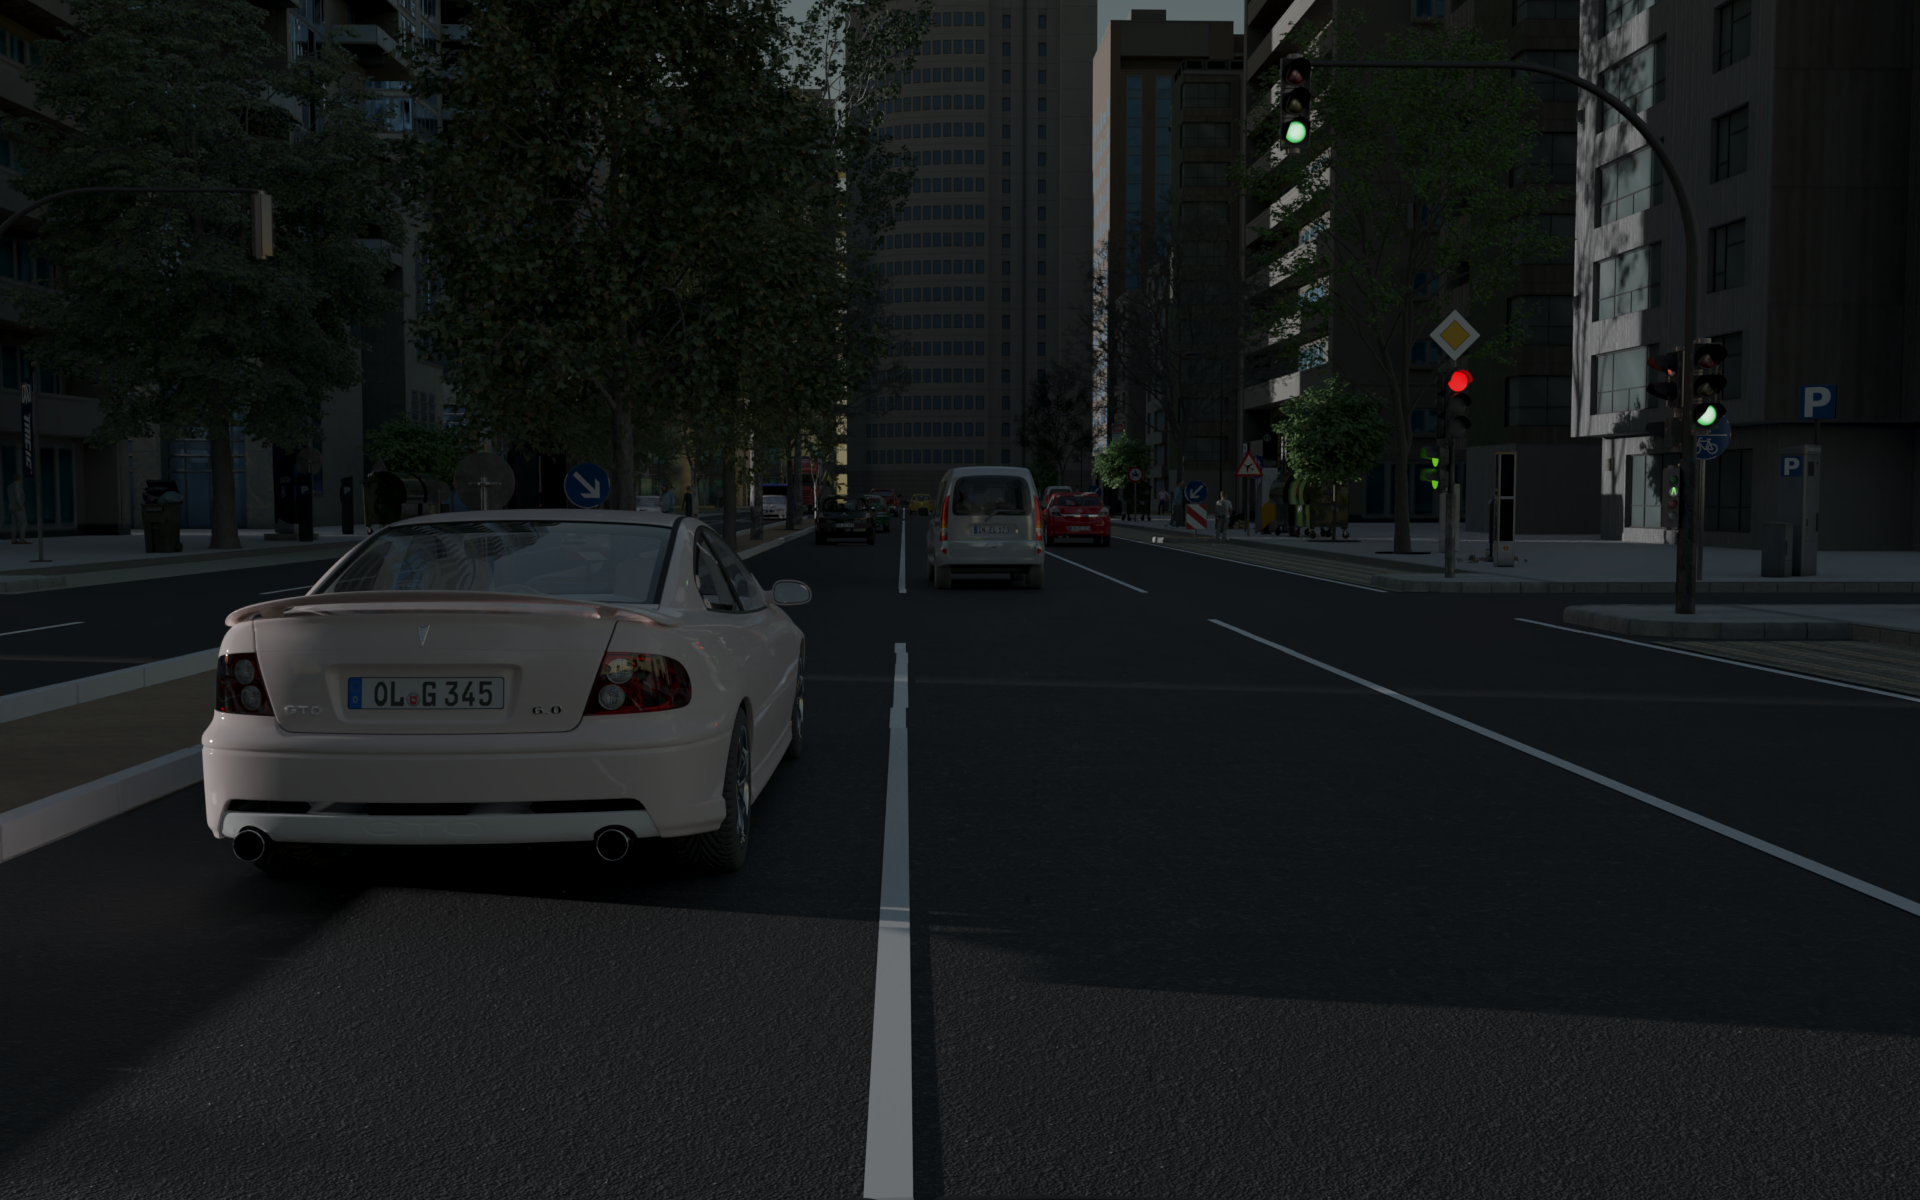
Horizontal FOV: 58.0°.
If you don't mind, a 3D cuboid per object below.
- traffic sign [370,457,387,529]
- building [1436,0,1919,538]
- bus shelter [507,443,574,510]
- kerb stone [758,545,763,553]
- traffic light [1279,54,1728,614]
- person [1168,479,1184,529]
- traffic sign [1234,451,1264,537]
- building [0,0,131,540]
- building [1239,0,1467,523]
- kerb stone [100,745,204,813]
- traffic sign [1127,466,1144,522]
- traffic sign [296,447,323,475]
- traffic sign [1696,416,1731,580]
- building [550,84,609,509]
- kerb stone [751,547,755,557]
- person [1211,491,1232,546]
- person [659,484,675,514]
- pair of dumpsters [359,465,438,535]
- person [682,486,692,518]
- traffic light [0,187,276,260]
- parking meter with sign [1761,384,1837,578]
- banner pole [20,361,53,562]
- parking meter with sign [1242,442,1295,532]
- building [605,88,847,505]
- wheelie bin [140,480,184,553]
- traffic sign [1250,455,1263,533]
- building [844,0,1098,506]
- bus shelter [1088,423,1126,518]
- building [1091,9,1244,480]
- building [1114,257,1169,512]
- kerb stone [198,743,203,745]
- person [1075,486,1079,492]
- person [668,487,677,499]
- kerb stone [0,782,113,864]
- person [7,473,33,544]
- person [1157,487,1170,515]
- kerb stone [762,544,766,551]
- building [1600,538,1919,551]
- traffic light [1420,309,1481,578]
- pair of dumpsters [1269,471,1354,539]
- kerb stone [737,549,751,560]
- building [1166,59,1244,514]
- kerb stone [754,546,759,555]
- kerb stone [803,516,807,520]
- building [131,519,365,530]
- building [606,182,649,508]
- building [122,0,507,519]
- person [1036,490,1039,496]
[{"bbox_3d":[-20.116,-3.670,60.000,0.884,2.594,0.081,0,4,8],"label":"traffic sign"},{"bbox_3d":[24.313,-17.690,60.927,14.160,30.474,14.107,0,4,-2],"label":"building"},{"bbox_3d":[-18.713,-5.277,77.557,1.731,3.624,6.357,0,4,-2],"label":"bus shelter"},{"bbox_3d":[-4.900,-1.184,41.561,0.120,0.150,1.000,0,4,-2],"label":"kerb stone"},{"bbox_3d":[5.660,-2.667,18.266,4.771,5.953,1.251,0,4,-2],"label":"traffic light"},{"bbox_3d":[7.965,-3.534,63.837,0.620,1.820,0.660,0,4,5],"label":"person"},{"bbox_3d":[8.650,-3.175,51.913,0.884,2.594,0.081,0,4,8],"label":"traffic sign"},{"bbox_3d":[-36.371,-25.593,42.156,21.300,48.544,21.600,0,4,-2],"label":"building"},{"bbox_3d":[26.763,-28.292,86.273,21.300,48.544,21.600,0,4,-2],"label":"building"},{"bbox_3d":[-3.832,0.853,8.251,0.120,0.150,1.000,0,4,-2],"label":"kerb stone"},{"bbox_3d":[8.018,-4.838,79.202,0.768,2.556,0.104,0,4,-1],"label":"traffic sign"},{"bbox_3d":[-17.680,-2.872,47.066,0.768,2.556,0.104,0,4,7],"label":"traffic sign"},{"bbox_3d":[10.992,-1.563,25.668,0.768,2.556,0.104,0,4,3],"label":"traffic sign"},{"bbox_3d":[-36.280,-29.824,137.728,14.600,45.320,14.200,0,4,-2],"label":"building"},{"bbox_3d":[-4.835,-1.059,39.516,0.120,0.150,1.000,0,4,-2],"label":"kerb stone"},{"bbox_3d":[7.133,-2.210,47.228,0.503,1.515,0.523,-2,4,-26],"label":"person"},{"bbox_3d":[-10.237,-3.184,60.817,0.793,1.790,0.793,-1,4,-10],"label":"person"},{"bbox_3d":[-17.913,-3.247,55.581,1.574,2.255,4.437,0,4,-2],"label":"pair of dumpsters"},{"bbox_3d":[-11.131,-3.780,70.724,0.534,1.772,0.576,0,4,3],"label":"person"},{"bbox_3d":[-12.671,-3.129,25.828,4.771,5.953,1.251,0,4,-2],"label":"traffic light"},{"bbox_3d":[13.108,-1.888,27.127,0.543,3.016,1.738,3,5,45],"label":"parking meter with sign"},{"bbox_3d":[-17.569,-2.617,32.801,0.863,3.779,0.401,3,4,38],"label":"banner pole"},{"bbox_3d":[10.433,-3.800,58.383,1.738,3.016,0.543,-1,4,-9],"label":"parking meter with sign"},{"bbox_3d":[-28.538,-35.725,203.710,30.456,49.044,23.786,0,4,-2],"label":"building"},{"bbox_3d":[-17.395,-1.827,37.784,0.980,1.594,0.693,0,4,4],"label":"wheelie bin"},{"bbox_3d":[9.643,-3.438,56.313,0.768,2.556,0.104,0,4,2],"label":"traffic sign"},{"bbox_3d":[0.838,-40.402,202.576,28.212,58.520,21.231,0,4,-2],"label":"building"},{"bbox_3d":[8.295,-7.210,95.508,2.179,5.291,8.768,0,4,-2],"label":"bus shelter"},{"bbox_3d":[20.029,-31.326,162.286,14.600,45.320,14.200,0,4,-2],"label":"building"},{"bbox_3d":[28.120,-18.111,141.162,27.650,21.520,28.899,0,4,-2],"label":"building"},{"bbox_3d":[-3.854,0.790,9.282,0.120,0.150,1.000,0,4,-2],"label":"kerb stone"},{"bbox_3d":[7.345,-6.332,109.550,0.705,1.826,1.348,0,4,-4],"label":"person"},{"bbox_3d":[-22.982,-7.976,136.459,1.348,1.823,0.705,-1,4,-18],"label":"person"},{"bbox_3d":[-3.799,0.915,7.229,0.120,0.150,1.000,0,4,-2],"label":"kerb stone"},{"bbox_3d":[-24.127,-2.335,44.325,0.635,1.810,0.391,2,4,29],"label":"person"},{"bbox_3d":[12.188,-5.947,104.208,0.756,1.711,0.436,3,4,36],"label":"person"},{"bbox_3d":[-4.936,-1.247,42.588,0.120,0.150,1.000,0,4,-2],"label":"kerb stone"},{"bbox_3d":[24.267,-16.494,41.386,14.107,30.474,14.160,0,4,-2],"label":"building"},{"bbox_3d":[7.491,-2.296,26.455,0.839,4.253,0.868,0,4,-2],"label":"traffic light"},{"bbox_3d":[10.409,-2.990,51.379,1.574,2.255,4.437,0,4,-2],"label":"pair of dumpsters"},{"bbox_3d":[-4.796,-0.996,38.484,0.120,0.150,1.000,0,4,-2],"label":"kerb stone"},{"bbox_3d":[21.126,-21.245,119.056,14.160,30.474,14.107,0,4,-2],"label":"building"},{"bbox_3d":[-4.864,-1.110,40.539,0.120,0.150,1.000,0,4,-2],"label":"kerb stone"},{"bbox_3d":[-8.871,-4.752,99.894,0.120,0.150,1.000,0,4,-2],"label":"kerb stone"},{"bbox_3d":[-36.493,-46.641,75.246,22.319,86.520,31.000,0,4,-2],"label":"building"},{"bbox_3d":[-36.571,-23.811,161.011,14.107,30.474,14.160,0,4,-2],"label":"building"},{"bbox_3d":[-38.923,-49.000,113.816,22.319,86.520,31.000,0,4,-2],"label":"building"},{"bbox_3d":[7.033,-9.328,159.279,1.217,1.736,0.721,-3,5,-43],"label":"person"}]
